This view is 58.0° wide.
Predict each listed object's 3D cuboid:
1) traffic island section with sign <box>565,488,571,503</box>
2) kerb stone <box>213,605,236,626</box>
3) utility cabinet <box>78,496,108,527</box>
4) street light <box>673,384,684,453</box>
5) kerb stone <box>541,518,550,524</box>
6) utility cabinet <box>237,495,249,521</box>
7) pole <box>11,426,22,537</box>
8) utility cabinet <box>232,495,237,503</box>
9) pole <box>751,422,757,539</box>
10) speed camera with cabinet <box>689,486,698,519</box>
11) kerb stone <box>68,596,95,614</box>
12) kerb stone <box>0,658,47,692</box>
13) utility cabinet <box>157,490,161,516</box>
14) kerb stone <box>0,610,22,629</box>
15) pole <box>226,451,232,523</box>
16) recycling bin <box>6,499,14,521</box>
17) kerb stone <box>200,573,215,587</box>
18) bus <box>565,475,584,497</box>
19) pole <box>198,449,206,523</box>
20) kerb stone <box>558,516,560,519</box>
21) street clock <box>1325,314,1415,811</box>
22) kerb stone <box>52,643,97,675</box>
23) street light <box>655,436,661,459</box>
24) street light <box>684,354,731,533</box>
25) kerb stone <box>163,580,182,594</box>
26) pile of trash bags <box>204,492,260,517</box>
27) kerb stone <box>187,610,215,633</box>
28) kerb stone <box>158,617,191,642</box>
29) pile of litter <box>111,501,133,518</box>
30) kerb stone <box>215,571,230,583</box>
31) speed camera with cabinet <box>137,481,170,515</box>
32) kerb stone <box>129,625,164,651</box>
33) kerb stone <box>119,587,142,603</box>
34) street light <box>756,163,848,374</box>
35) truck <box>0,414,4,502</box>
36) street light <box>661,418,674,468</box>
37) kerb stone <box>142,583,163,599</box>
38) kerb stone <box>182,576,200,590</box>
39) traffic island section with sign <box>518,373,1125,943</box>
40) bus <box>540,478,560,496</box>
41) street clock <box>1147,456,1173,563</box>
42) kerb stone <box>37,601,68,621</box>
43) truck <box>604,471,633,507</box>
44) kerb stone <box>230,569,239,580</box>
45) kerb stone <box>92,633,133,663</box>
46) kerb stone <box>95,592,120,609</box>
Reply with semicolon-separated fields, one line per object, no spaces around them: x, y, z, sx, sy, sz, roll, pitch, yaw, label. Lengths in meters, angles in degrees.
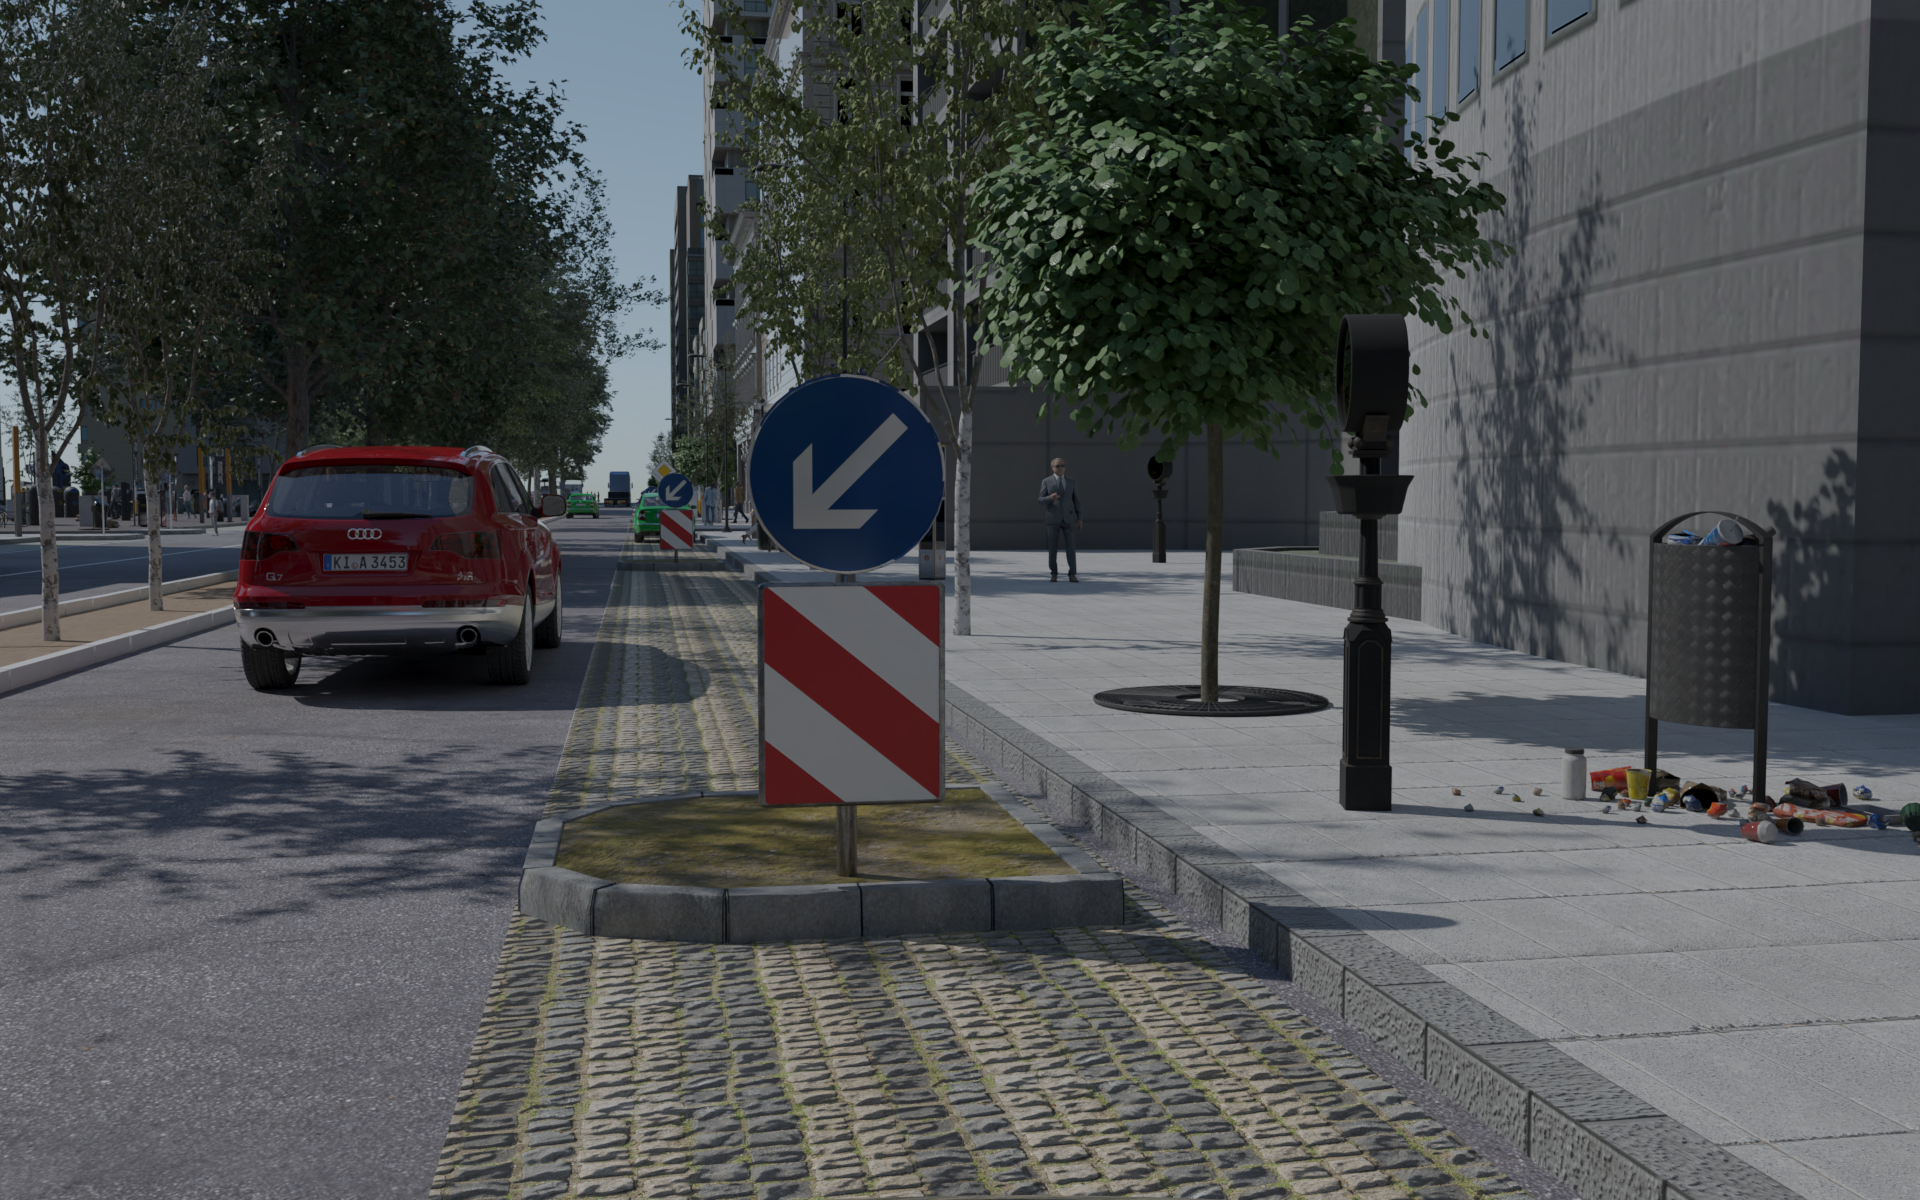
-31.332;-7.926;137.729;2.006;1.907;1.989;-1;4;-10;traffic island section with sign
-8.229;0.189;19.213;0.120;0.150;1.000;-1;4;-10;kerb stone
-34.088;-3.484;68.125;1.020;1.237;0.306;0;4;6;utility cabinet
-11.207;-6.146;73.021;1.470;5.913;1.316;-1;4;-10;street light
-20.871;-3.971;87.247;0.120;0.150;1.000;-1;4;-10;kerb stone
-34.220;-4.384;82.846;0.306;1.237;1.020;-1;4;-18;utility cabinet
-28.226;-3.547;51.830;0.158;3.312;0.155;0;3;0;pole
-42.063;-5.481;100.774;1.020;1.237;0.306;-3;5;-41;utility cabinet
-5.837;-3.391;49.285;0.158;3.312;0.155;0;3;0;pole
-14.179;-5.954;91.682;0.660;3.252;2.038;-1;4;-8;speed camera with cabinet
-10.667;0.082;20.853;0.120;0.150;1.000;-1;4;-10;kerb stone
-7.101;0.553;13.158;0.120;0.150;1.000;-1;4;-10;kerb stone
-45.853;-5.533;99.144;0.318;1.500;1.173;-2;4;-31;utility cabinet
-10.294;0.208;18.843;0.120;0.150;1.000;-1;4;-10;kerb stone
-32.927;-5.148;78.012;0.158;3.312;0.155;0;3;0;pole
-46.016;-4.394;84.398;0.722;1.027;0.722;-1;4;-21;recycling bin
-11.793;-0.284;26.903;0.120;0.150;1.000;-1;4;-10;kerb stone
-50.743;-14.399;226.967;2.896;3.916;12.252;-1;4;-12;bus
-33.339;-5.031;76.096;0.158;3.312;0.155;0;3;0;pole
-22.730;-4.595;97.326;0.120;0.150;1.000;-1;4;-10;kerb stone
1.660;-0.151;7.039;0.358;2.002;0.471;0;4;5;street clock
-7.295;0.494;14.162;0.120;0.150;1.000;-1;4;-10;kerb stone
-23.571;-10.195;139.226;1.470;5.913;1.316;-1;4;-10;street light
-8.332;-5.206;57.663;1.470;5.913;1.316;-1;4;-10;street light
-11.421;-0.165;24.892;0.120;0.150;1.000;-1;4;-10;kerb stone
-40.271;-5.246;95.522;1.912;1.369;3.447;2;4;26;pile of trash bags
-8.041;0.245;18.195;0.120;0.150;1.000;-1;4;-10;kerb stone
-7.854;0.306;17.190;0.120;0.150;1.000;-1;4;-10;kerb stone
-44.601;-4.796;92.379;1.176;0.858;1.719;1;4;12;pile of litter
-11.986;-0.346;27.907;0.120;0.150;1.000;-1;4;-10;kerb stone
-49.869;-6.890;106.991;2.038;3.252;0.660;-2;4;-25;speed camera with cabinet
-7.662;0.368;16.183;0.120;0.150;1.000;-1;4;-10;kerb stone
-11.045;-0.038;22.878;0.120;0.150;1.000;-1;4;-10;kerb stone
-2.167;-3.181;24.557;1.470;5.913;1.316;-1;4;-10;street light
-18.832;-2.409;28.298;2.839;4.237;11.283;-1;4;-12;truck
-17.362;-8.171;106.128;1.470;5.913;1.316;-1;4;-10;street light
-11.226;-0.104;23.889;0.120;0.150;1.000;-1;4;-10;kerb stone
-11.599;-0.227;25.899;0.120;0.150;1.000;-1;4;-10;kerb stone
-0.612;0.132;6.471;1.989;1.847;2.006;-1;4;-10;traffic island section with sign
-62.718;-16.715;264.835;2.896;3.916;12.252;-1;4;-10;bus
3.716;-1.692;32.234;0.358;2.002;0.471;-2;4;-34;street clock
-10.486;0.144;19.847;0.120;0.150;1.000;-1;4;-10;kerb stone
-39.242;-12.778;198.686;2.967;4.110;18.799;-1;4;-9;truck
-12.172;-0.407;28.912;0.120;0.150;1.000;-1;4;-10;kerb stone
-7.479;0.430;15.167;0.120;0.150;1.000;-1;4;-10;kerb stone
-10.853;0.025;21.875;0.120;0.150;1.000;-1;4;-10;kerb stone
